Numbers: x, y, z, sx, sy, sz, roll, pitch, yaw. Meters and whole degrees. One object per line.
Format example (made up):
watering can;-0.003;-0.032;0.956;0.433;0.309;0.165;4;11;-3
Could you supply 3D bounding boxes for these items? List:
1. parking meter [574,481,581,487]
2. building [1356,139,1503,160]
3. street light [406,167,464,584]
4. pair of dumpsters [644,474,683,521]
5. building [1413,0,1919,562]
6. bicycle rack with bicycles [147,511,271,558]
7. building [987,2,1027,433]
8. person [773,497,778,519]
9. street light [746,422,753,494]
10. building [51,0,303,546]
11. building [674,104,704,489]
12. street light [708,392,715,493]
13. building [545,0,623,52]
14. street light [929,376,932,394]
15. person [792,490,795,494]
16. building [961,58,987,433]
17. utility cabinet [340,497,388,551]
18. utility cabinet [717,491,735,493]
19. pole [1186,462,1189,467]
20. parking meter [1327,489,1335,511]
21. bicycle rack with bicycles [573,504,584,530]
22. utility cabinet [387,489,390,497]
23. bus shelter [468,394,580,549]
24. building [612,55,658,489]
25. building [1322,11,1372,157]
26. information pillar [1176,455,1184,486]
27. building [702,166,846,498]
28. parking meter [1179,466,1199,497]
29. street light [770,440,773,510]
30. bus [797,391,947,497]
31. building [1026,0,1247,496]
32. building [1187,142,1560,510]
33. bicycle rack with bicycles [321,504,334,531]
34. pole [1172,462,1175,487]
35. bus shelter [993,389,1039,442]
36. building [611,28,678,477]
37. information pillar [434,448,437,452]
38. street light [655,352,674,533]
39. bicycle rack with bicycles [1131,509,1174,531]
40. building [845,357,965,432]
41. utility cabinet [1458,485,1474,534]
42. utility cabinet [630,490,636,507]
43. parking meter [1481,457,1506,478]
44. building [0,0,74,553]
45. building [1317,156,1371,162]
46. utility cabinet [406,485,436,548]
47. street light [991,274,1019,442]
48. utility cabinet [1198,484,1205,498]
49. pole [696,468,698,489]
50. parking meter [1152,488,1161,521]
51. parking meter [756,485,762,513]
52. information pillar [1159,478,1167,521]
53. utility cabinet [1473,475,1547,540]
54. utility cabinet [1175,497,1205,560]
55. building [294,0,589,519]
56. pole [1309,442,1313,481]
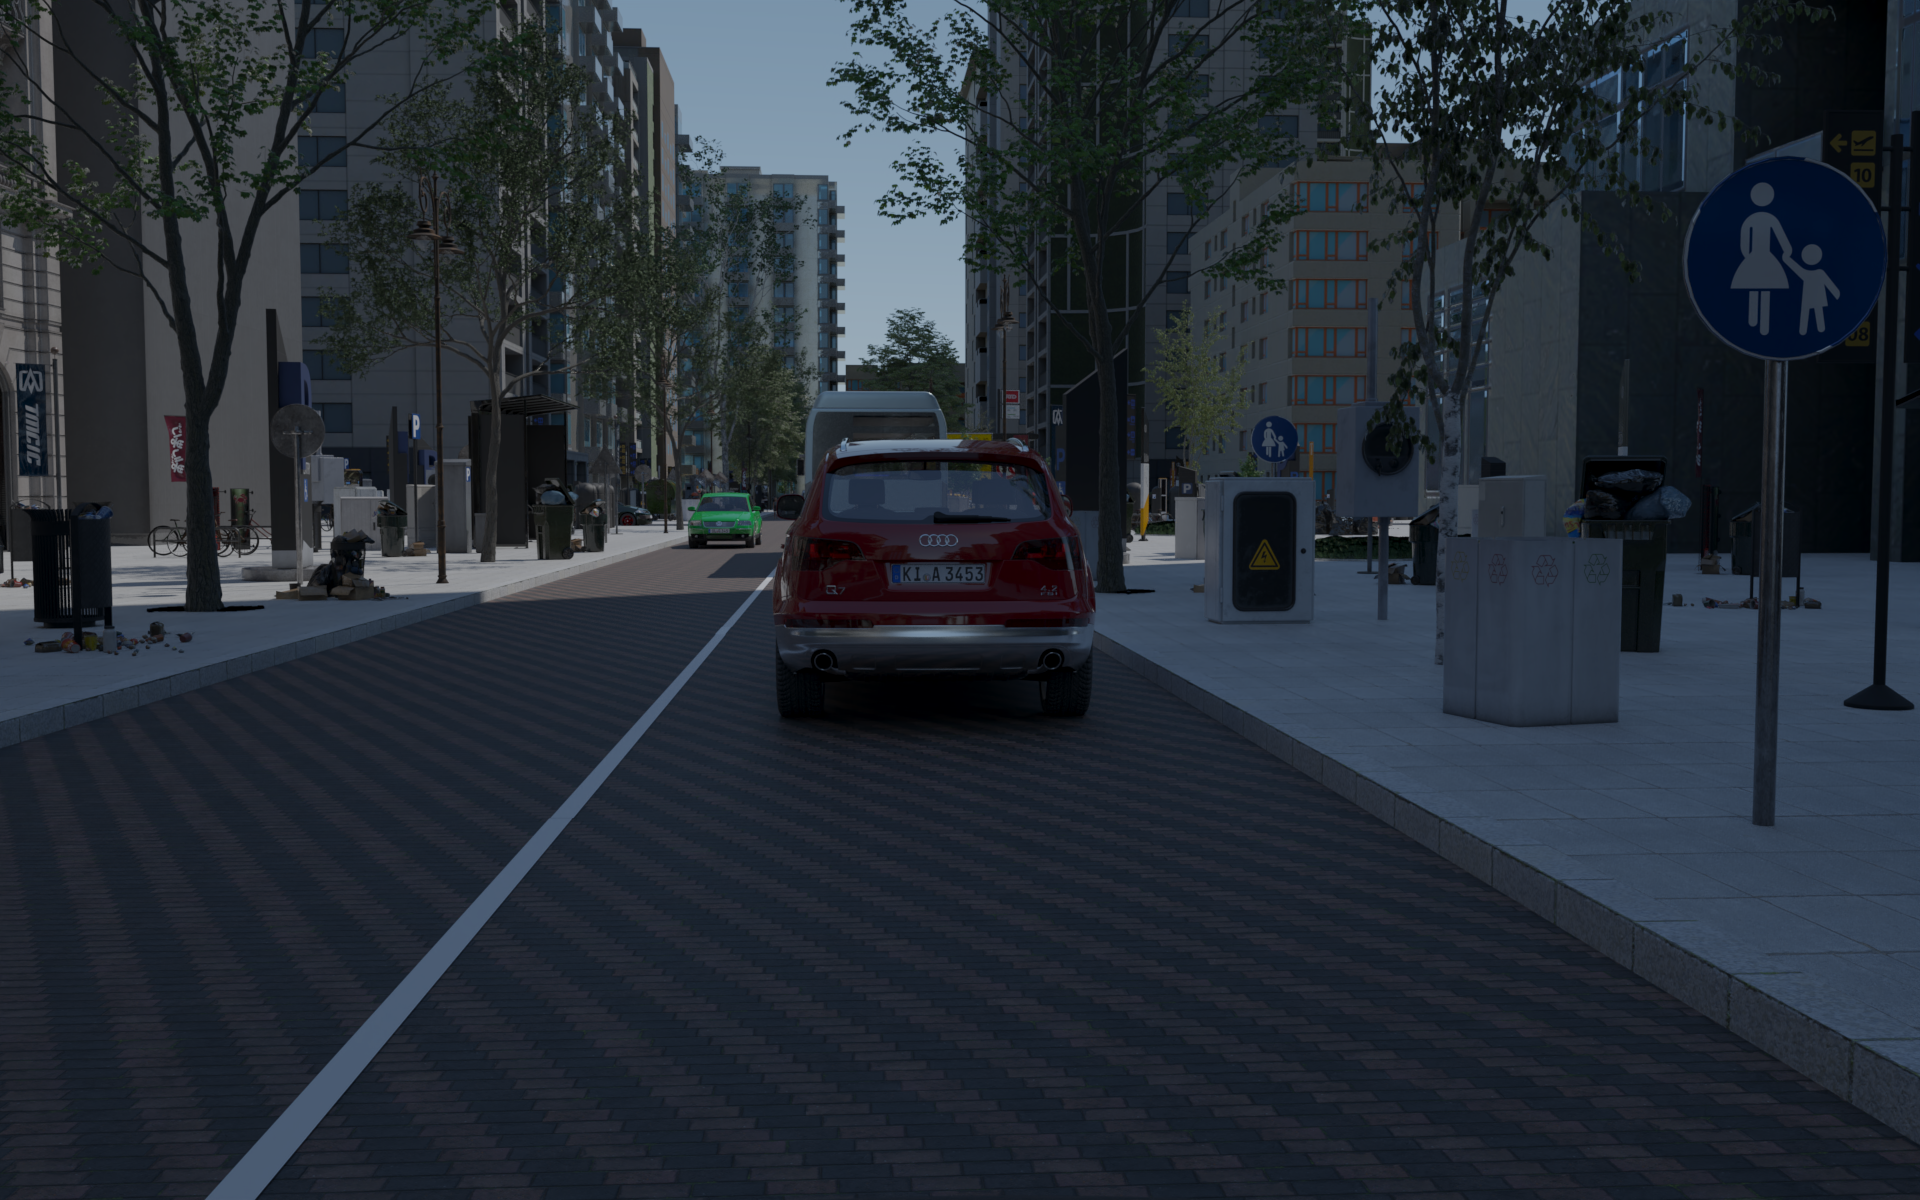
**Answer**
parking meter;-17.008;-4.369;77.150;0.255;1.863;0.399;1;4;15
building;56.772;-34.443;213.253;14.200;45.320;14.600;0;4;-4
street light;-7.430;-3.174;24.683;0.468;5.910;1.993;0;4;-4
pair of dumpsters;-14.311;-4.951;83.444;1.574;2.255;4.437;0;4;-4
building;24.638;-43.891;30.293;22.319;86.520;31.000;0;4;-4
bicycle rack with bicycles;-15.431;-1.371;35.801;2.925;0.926;2.852;0;4;5
building;13.264;-38.750;175.567;21.231;58.520;28.212;0;4;-4
person;-10.592;-5.303;99.877;0.362;1.253;0.373;-1;4;-13
street light;-13.156;-8.281;108.174;0.468;5.910;1.993;0;4;-4
building;-32.341;-15.576;48.171;24.014;27.812;14.314;0;4;-4
building;-46.622;-35.582;201.371;30.456;49.044;23.786;0;4;-4
street light;-10.995;-6.353;76.664;0.468;5.910;1.993;0;4;-4
building;-37.639;-31.296;131.300;23.786;49.044;30.456;0;4;-4
street light;-1.143;-5.827;68.065;0.468;5.910;1.993;0;4;-4
person;-14.318;-8.614;149.738;0.661;1.777;0.834;3;5;45
building;14.872;-37.583;203.718;28.713;52.752;27.495;0;4;-4
utility cabinet;-13.476;-1.716;39.215;1.020;1.237;0.306;-2;4;-24
utility cabinet;-16.287;-6.842;120.551;1.173;1.500;0.318;-1;4;-21
pole;14.362;-7.058;109.243;0.158;3.312;0.155;0;3;0
parking meter;17.490;-4.484;81.726;0.372;1.533;0.369;0;3;0
bicycle rack with bicycles;-14.291;-2.926;61.226;2.852;0.926;2.925;-1;4;-20
utility cabinet;-26.476;-4.406;80.721;0.318;1.500;1.173;-1;4;-23
bus shelter;-10.879;-3.203;43.654;1.731;3.624;6.357;0;4;-4
building;-35.407;-28.952;156.961;14.154;41.232;14.086;0;4;-4
building;50.687;-50.222;259.376;20.611;71.187;20.563;0;4;-4
information pillar;13.257;-6.922;104.527;0.504;3.616;0.183;1;4;9
building;-32.174;-38.894;255.518;30.456;49.044;23.786;0;4;-4
parking meter;4.806;-1.877;36.407;0.399;1.863;0.255;1;4;18
street light;-15.307;-10.227;140.002;0.468;5.910;1.993;0;4;-4
bus;-2.090;-2.616;37.636;2.948;3.499;13.247;0;4;-5
building;14.045;-42.295;129.780;20.563;71.187;20.611;0;4;-4
building;30.816;-15.894;104.914;28.899;21.520;27.650;0;4;-4
bicycle rack with bicycles;-22.392;-2.865;60.221;2.852;0.926;2.925;-3;5;-44
pole;13.525;-7.099;109.916;0.158;3.312;0.155;0;3;0
bus shelter;1.399;-5.274;63.858;2.179;5.291;8.768;0;4;-4
building;-35.649;-31.857;170.969;14.600;45.320;14.200;0;4;-4
information pillar;-24.594;-5.514;81.508;0.504;3.616;0.183;2;4;26
street light;-9.606;-5.113;56.385;0.468;5.910;1.993;0;4;-4
bicycle rack with bicycles;5.751;-2.753;58.387;2.925;0.926;2.852;0;4;8
building;-2.704;-25.405;260.405;28.899;21.520;27.650;0;4;-4
utility cabinet;12.218;-1.999;41.362;0.318;1.500;1.173;-2;4;-28
utility cabinet;-23.745;-7.151;125.596;1.173;1.500;0.318;3;5;43
parking meter;8.295;-1.300;26.974;0.255;1.863;0.399;-1;4;-9
building;-25.647;-11.353;27.418;13.314;21.916;24.055;0;4;-4
building;41.633;-32.268;211.175;14.086;41.232;14.154;0;4;-4
utility cabinet;-12.779;-2.002;41.405;0.318;1.500;1.173;1;4;12
street light;0.939;-3.900;36.549;0.468;5.910;1.993;0;4;-4
utility cabinet;5.205;-1.774;37.683;0.318;1.500;1.173;0;4;-7
pole;-20.714;-8.732;136.617;0.158;3.312;0.155;0;3;0
parking meter;7.874;-3.727;69.340;0.372;1.533;0.369;0;3;0
parking meter;-13.532;-6.765;116.325;0.255;1.863;0.399;-3;4;-39
information pillar;9.419;-4.650;80.512;0.304;2.012;0.304;-1;4;-9
utility cabinet;6.531;-0.727;20.572;0.318;1.500;1.173;-1;4;-8
utility cabinet;4.598;-1.412;34.251;0.306;1.237;1.020;-1;4;-18
building;-32.316;-40.317;97.437;20.563;71.187;20.611;0;4;-4
pole;13.681;-4.505;67.507;0.158;3.312;0.155;0;3;0
